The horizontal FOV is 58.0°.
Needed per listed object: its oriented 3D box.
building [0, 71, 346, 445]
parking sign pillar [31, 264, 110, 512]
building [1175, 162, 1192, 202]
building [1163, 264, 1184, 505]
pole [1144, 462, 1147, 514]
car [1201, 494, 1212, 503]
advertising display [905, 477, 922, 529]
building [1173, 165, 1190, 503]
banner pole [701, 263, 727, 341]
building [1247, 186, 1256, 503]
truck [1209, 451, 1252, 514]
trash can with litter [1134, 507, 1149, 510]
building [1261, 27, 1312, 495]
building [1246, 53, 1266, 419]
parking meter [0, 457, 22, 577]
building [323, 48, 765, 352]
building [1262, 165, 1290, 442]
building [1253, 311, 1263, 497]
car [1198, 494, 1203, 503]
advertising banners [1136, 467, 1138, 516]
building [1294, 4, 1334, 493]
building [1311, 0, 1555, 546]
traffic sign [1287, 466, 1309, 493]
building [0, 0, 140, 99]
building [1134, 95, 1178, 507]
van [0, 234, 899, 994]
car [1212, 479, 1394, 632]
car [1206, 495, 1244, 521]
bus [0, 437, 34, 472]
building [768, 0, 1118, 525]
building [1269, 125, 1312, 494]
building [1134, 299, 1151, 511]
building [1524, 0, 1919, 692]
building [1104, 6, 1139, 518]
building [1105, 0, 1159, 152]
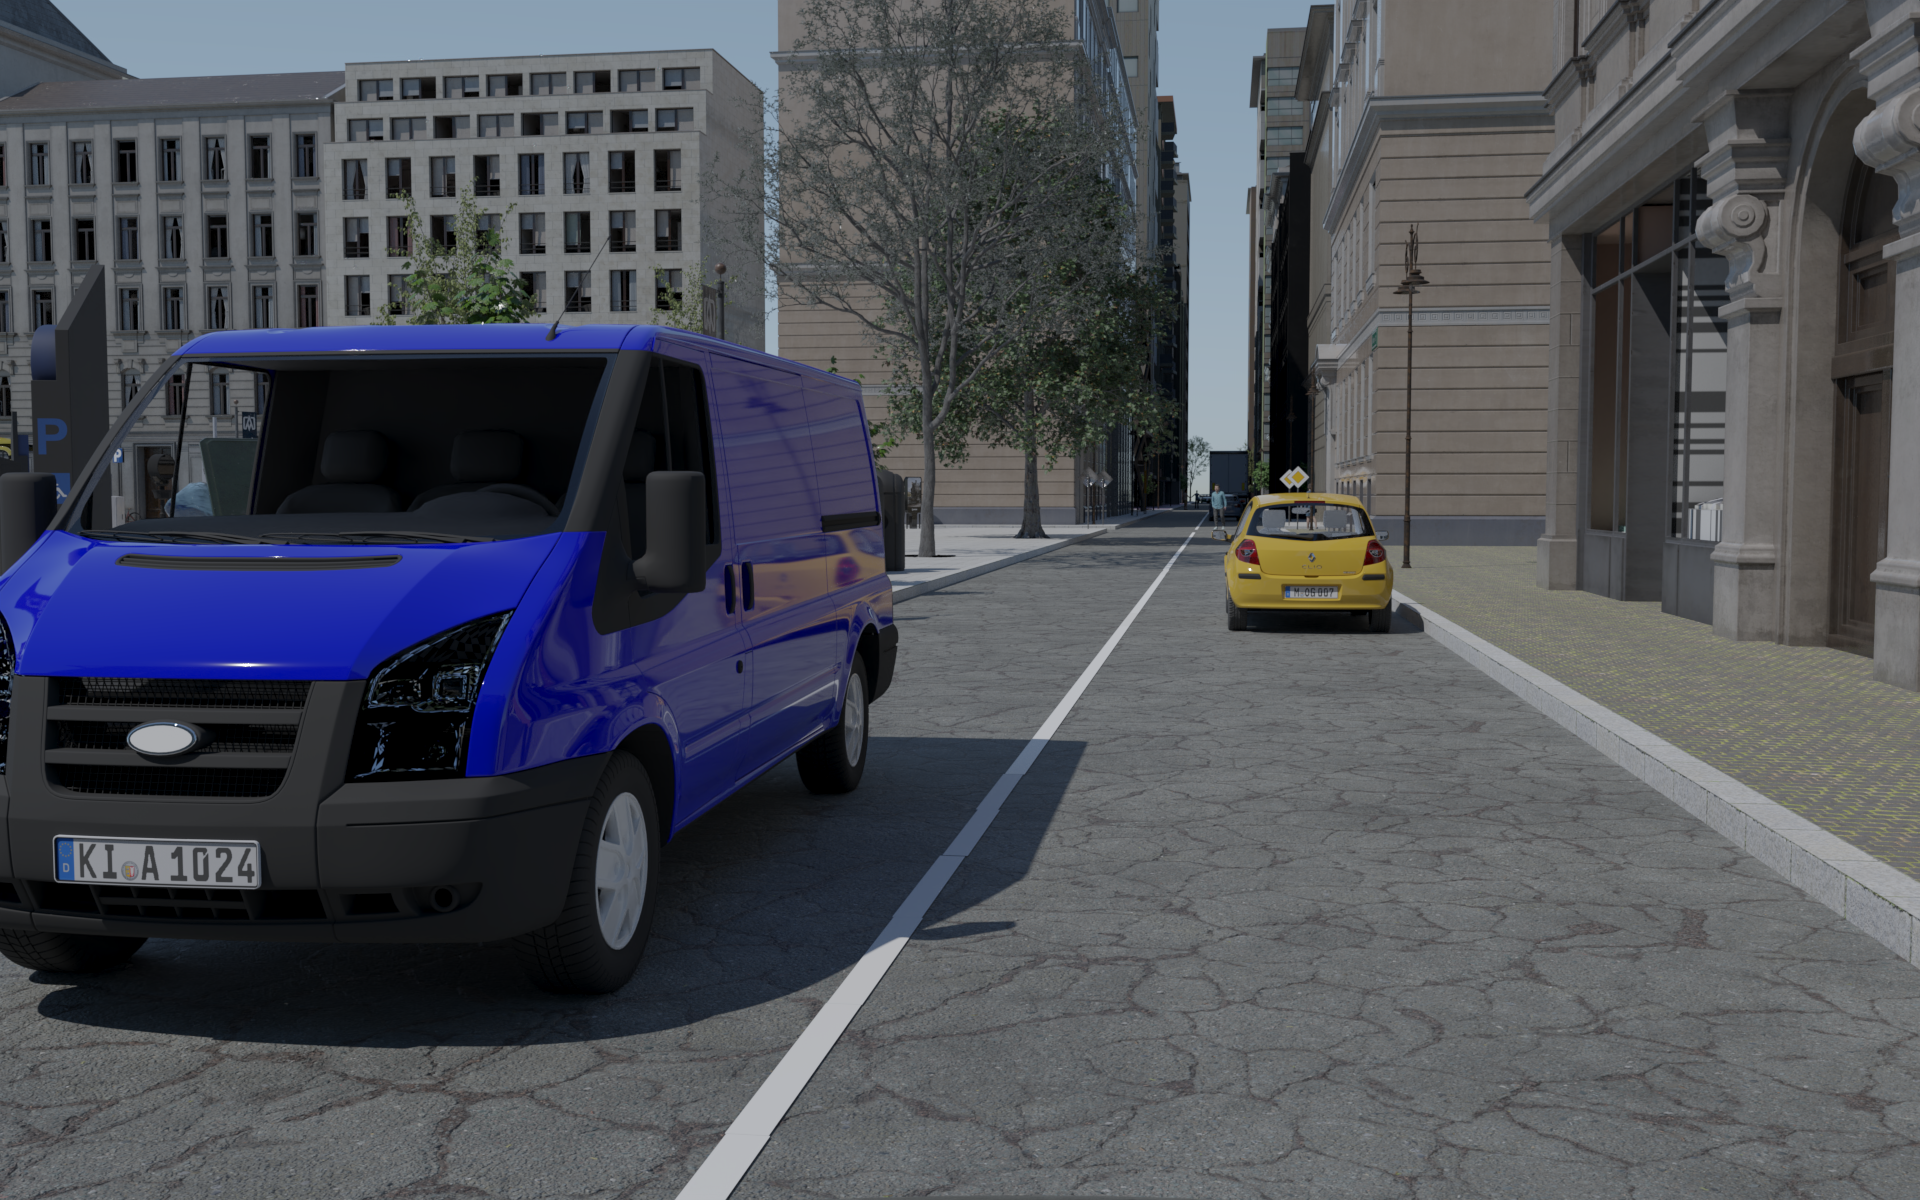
[{"bbox_3d":[-35.677,-14.261,82.324,18.267,20.994,9.793,1,4,9],"label":"building"},{"bbox_3d":[-10.141,-1.915,19.782,1.447,3.967,1.447,-1,4,-9],"label":"parking sign pillar"},{"bbox_3d":[22.497,-42.208,279.344,28.713,52.752,27.495,1,4,9],"label":"building"},{"bbox_3d":[19.518,-26.794,209.782,14.160,30.474,14.107,1,4,9],"label":"building"},{"bbox_3d":[11.934,-7.205,111.644,0.158,3.312,0.155,0,3,0],"label":"pole"},{"bbox_3d":[37.715,-15.465,264.653,2.131,1.459,4.920,0,4,7],"label":"car"},{"bbox_3d":[-1.727,-3.598,64.041,0.123,1.923,0.974,2,4,32],"label":"advertising display"},{"bbox_3d":[22.726,-38.591,254.658,21.300,48.544,21.600,1,4,9],"label":"building"},{"bbox_3d":[-2.630,-1.749,18.615,0.401,3.779,0.863,1,4,10],"label":"banner pole"},{"bbox_3d":[47.741,-36.339,244.256,14.600,45.320,14.200,1,4,9],"label":"building"},{"bbox_3d":[18.266,-7.845,117.171,2.839,4.237,11.283,1,4,10],"label":"truck"},{"bbox_3d":[14.357,-7.833,139.127,2.233,1.210,1.678,2,4,26],"label":"trash can with litter"},{"bbox_3d":[34.257,-28.840,155.131,14.154,41.232,14.086,1,4,9],"label":"building"},{"bbox_3d":[48.451,-37.545,203.105,28.713,52.752,27.495,1,4,9],"label":"building"},{"bbox_3d":[-14.836,-1.303,27.012,0.255,1.863,0.399,2,4,32],"label":"parking meter"},{"bbox_3d":[-18.408,-13.721,79.087,16.860,20.320,10.420,1,4,9],"label":"building"},{"bbox_3d":[30.149,-21.014,130.973,14.401,28.519,23.554,1,4,9],"label":"building"},{"bbox_3d":[44.154,-20.242,176.003,27.650,21.520,28.899,1,4,9],"label":"building"},{"bbox_3d":[39.375,-16.393,279.821,2.131,1.459,4.920,0,4,8],"label":"car"},{"bbox_3d":[10.221,-6.334,99.752,0.090,3.025,2.074,0,4,6],"label":"advertising banners"},{"bbox_3d":[30.010,-14.794,75.173,30.059,22.955,16.112,1,4,9],"label":"building"},{"bbox_3d":[17.845,-16.205,50.853,13.634,28.700,20.117,1,4,9],"label":"building"},{"bbox_3d":[12.163,-3.591,62.363,0.795,2.450,0.064,1,4,9],"label":"traffic sign"},{"bbox_3d":[-56.645,-18.386,87.998,23.554,28.519,14.401,1,4,9],"label":"building"},{"bbox_3d":[12.333,-32.668,188.739,22.147,44.769,28.867,1,4,9],"label":"building"},{"bbox_3d":[-1.634,-0.150,6.840,2.240,2.365,5.245,0,4,8],"label":"van"},{"bbox_3d":[3.846,-0.566,19.482,2.015,1.641,3.980,1,4,8],"label":"car"},{"bbox_3d":[14.206,-4.936,92.704,2.014,1.417,4.499,0,4,7],"label":"car"},{"bbox_3d":[-45.169,-5.105,75.015,12.252,3.916,2.896,0,4,8],"label":"bus"},{"bbox_3d":[0.080,-18.068,81.312,13.634,28.700,20.117,1,4,9],"label":"building"},{"bbox_3d":[26.376,-17.216,111.163,12.332,23.373,15.834,1,4,9],"label":"building"},{"bbox_3d":[5.785,-16.026,129.481,16.820,18.784,16.811,1,4,9],"label":"building"},{"bbox_3d":[12.162,-10.425,21.366,10.553,20.767,40.483,1,4,9],"label":"building"},{"bbox_3d":[4.562,-20.080,105.802,11.434,29.767,29.804,1,4,9],"label":"building"},{"bbox_3d":[4.514,-34.984,161.227,28.713,52.752,27.495,1,4,9],"label":"building"}]
